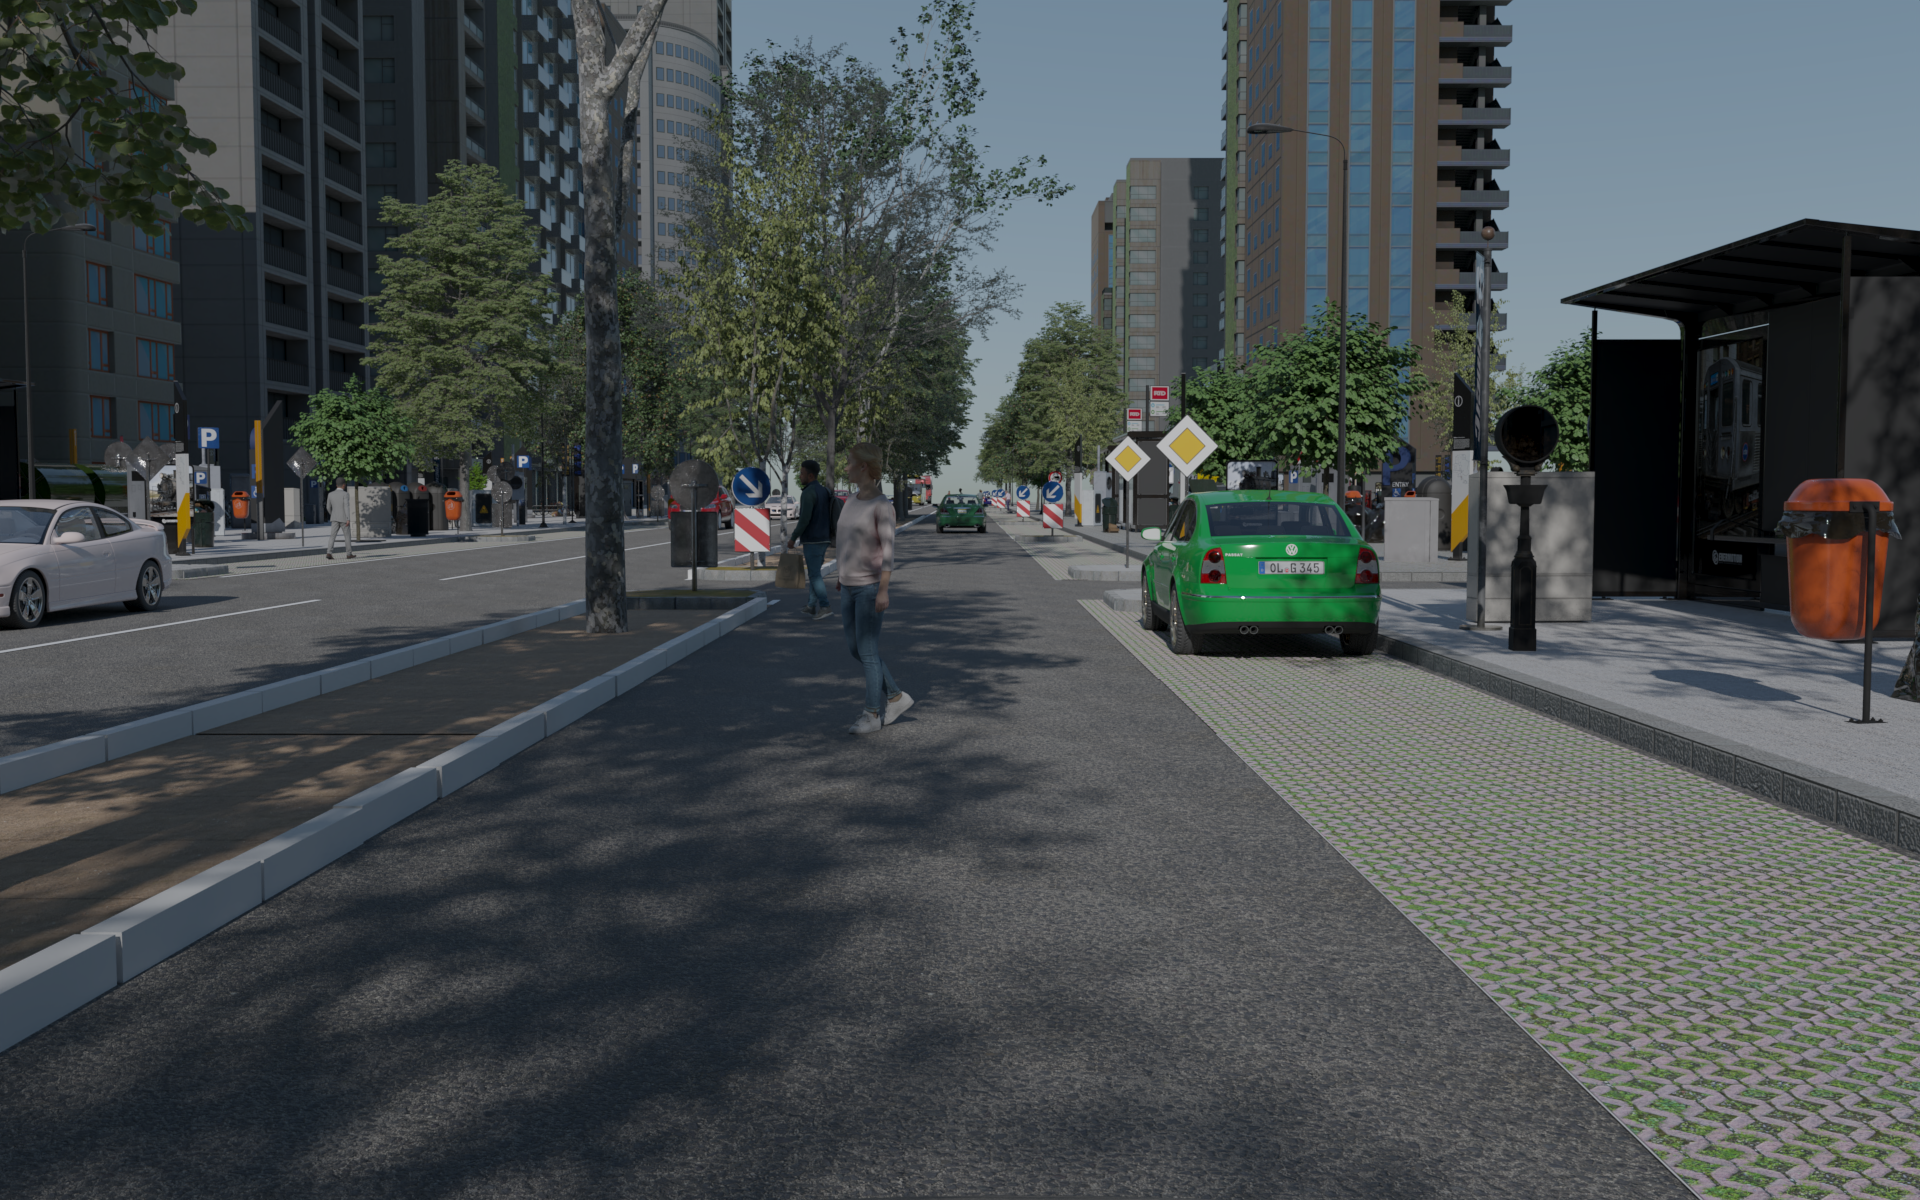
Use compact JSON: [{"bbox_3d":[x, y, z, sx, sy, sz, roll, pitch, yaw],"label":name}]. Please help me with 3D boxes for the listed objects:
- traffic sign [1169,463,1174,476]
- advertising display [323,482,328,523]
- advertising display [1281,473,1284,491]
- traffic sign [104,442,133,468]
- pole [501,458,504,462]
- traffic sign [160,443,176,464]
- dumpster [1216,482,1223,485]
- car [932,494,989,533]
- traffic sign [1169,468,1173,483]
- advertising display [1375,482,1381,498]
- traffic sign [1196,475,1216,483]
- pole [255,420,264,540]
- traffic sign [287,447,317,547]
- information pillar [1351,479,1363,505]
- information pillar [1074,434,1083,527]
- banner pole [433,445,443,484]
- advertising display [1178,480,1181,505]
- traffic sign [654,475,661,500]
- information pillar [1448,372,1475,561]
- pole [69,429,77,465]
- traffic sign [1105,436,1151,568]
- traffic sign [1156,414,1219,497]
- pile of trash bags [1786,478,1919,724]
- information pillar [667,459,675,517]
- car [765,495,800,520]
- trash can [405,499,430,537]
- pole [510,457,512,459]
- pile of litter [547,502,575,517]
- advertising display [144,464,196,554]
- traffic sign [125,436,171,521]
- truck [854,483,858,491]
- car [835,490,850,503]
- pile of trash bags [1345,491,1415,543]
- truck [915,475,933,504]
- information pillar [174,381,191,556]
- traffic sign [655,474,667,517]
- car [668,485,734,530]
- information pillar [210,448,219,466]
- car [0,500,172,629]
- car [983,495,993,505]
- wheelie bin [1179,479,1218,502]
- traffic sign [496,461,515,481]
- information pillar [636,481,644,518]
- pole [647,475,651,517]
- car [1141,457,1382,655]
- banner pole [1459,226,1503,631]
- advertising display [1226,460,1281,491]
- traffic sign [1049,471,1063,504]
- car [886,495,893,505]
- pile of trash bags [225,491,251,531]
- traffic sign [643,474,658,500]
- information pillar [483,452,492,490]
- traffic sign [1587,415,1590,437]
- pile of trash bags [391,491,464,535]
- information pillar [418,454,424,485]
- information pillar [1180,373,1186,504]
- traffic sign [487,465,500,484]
[{"bbox_3d":[8.023,-4.151,67.978,0.768,2.556,0.104,0,4,1],"label":"traffic sign"},{"bbox_3d":[-28.710,-4.463,78.188,0.123,1.923,0.974,-3,4,-36],"label":"advertising display"},{"bbox_3d":[9.680,-2.940,53.280,0.123,1.923,0.974,3,4,39],"label":"advertising display"},{"bbox_3d":[-20.425,-2.567,42.078,0.768,2.556,0.104,0,4,6],"label":"traffic sign"},{"bbox_3d":[-25.983,-6.399,98.461,0.158,3.312,0.155,0,3,0],"label":"pole"},{"bbox_3d":[-19.720,-2.637,43.226,0.768,2.556,0.104,0,4,1],"label":"traffic sign"},{"bbox_3d":[7.733,-2.724,47.038,1.502,2.255,1.985,0,4,0],"label":"dumpster"},{"bbox_3d":[0.026,-3.229,64.595,2.131,1.459,4.920,0,4,-1],"label":"car"},{"bbox_3d":[7.928,-3.959,66.862,0.606,2.300,0.079,1,4,8],"label":"traffic sign"},{"bbox_3d":[22.767,-5.366,92.950,0.974,1.923,0.123,0,4,3],"label":"advertising display"},{"bbox_3d":[8.544,-3.696,54.302,2.265,3.308,0.079,0,4,6],"label":"traffic sign"},{"bbox_3d":[-19.451,-3.318,48.085,0.158,3.312,0.155,0,3,0],"label":"pole"},{"bbox_3d":[-16.010,-2.505,42.143,0.795,2.450,0.064,1,4,9],"label":"traffic sign"},{"bbox_3d":[13.313,-3.276,58.058,0.304,2.012,0.304,-1,4,-13],"label":"information pillar"},{"bbox_3d":[4.654,-4.694,68.094,0.183,3.616,0.504,-2,4,-25],"label":"information pillar"},{"bbox_3d":[-25.906,-5.880,86.156,0.863,3.779,0.401,2,4,35],"label":"banner pole"},{"bbox_3d":[9.956,-4.477,78.406,0.123,1.923,0.974,0,4,4],"label":"advertising display"},{"bbox_3d":[-17.871,-6.299,103.099,0.768,2.556,0.104,0,4,3],"label":"traffic sign"},{"bbox_3d":[9.622,-2.558,33.185,0.183,3.616,0.504,-2,4,-28],"label":"information pillar"},{"bbox_3d":[-27.761,-3.697,54.281,0.158,3.312,0.155,0,3,0],"label":"pole"},{"bbox_3d":[2.894,-1.607,29.913,0.795,2.450,0.064,0,4,0],"label":"traffic sign"},{"bbox_3d":[2.865,-1.118,21.928,0.795,2.450,0.064,0,4,0],"label":"traffic sign"},{"bbox_3d":[6.395,-0.031,10.260,3.447,1.369,1.912,-1,4,-14],"label":"pile of trash bags"},{"bbox_3d":[-16.061,-6.417,96.265,0.504,3.616,0.183,2,4,35],"label":"information pillar"},{"bbox_3d":[-9.937,-5.133,96.294,2.083,1.381,4.827,0,4,0],"label":"car"},{"bbox_3d":[-16.287,-2.469,52.027,0.748,1.137,0.748,0,3,0],"label":"trash can"},{"bbox_3d":[-24.394,-6.150,94.393,0.158,3.312,0.155,0,3,0],"label":"pole"},{"bbox_3d":[-22.785,-5.188,98.783,1.719,0.858,1.176,1,4,10],"label":"pile of litter"},{"bbox_3d":[-16.770,-1.930,36.772,0.974,1.923,0.123,-2,4,-25],"label":"advertising display"},{"bbox_3d":[-14.050,-1.612,29.995,0.795,2.450,0.064,0,4,0],"label":"traffic sign"},{"bbox_3d":[-10.366,-12.957,201.606,2.967,4.110,18.799,0,4,0],"label":"truck"},{"bbox_3d":[-10.261,-8.495,147.565,2.281,1.827,5.304,0,4,-1],"label":"car"},{"bbox_3d":[11.143,-2.270,46.863,1.912,1.369,3.447,-1,4,-10],"label":"pile of trash bags"},{"bbox_3d":[-5.366,-16.268,254.888,2.839,4.237,11.283,0,4,0],"label":"truck"},{"bbox_3d":[-16.081,-2.719,35.803,0.183,3.616,0.504,-3,5,-45],"label":"information pillar"},{"bbox_3d":[-16.384,-5.804,95.004,0.768,2.556,0.104,0,4,8],"label":"traffic sign"},{"bbox_3d":[-10.422,-3.748,69.950,2.281,1.827,5.304,0,4,1],"label":"car"},{"bbox_3d":[-32.430,-5.130,75.224,0.183,3.616,0.504,3,5,40],"label":"information pillar"},{"bbox_3d":[-10.808,-0.459,19.864,2.083,1.381,4.827,0,4,0],"label":"car"},{"bbox_3d":[3.436,-10.915,191.034,1.945,1.354,3.894,0,4,1],"label":"car"},{"bbox_3d":[5.058,-1.750,36.514,0.980,1.594,0.693,-2,4,-24],"label":"wheelie bin"},{"bbox_3d":[-17.678,-4.116,67.395,0.768,2.556,0.104,0,4,8],"label":"traffic sign"},{"bbox_3d":[-17.346,-5.465,93.836,0.304,2.012,0.304,-3,4,-36],"label":"information pillar"},{"bbox_3d":[-17.072,-6.184,94.954,0.158,3.312,0.155,0,3,0],"label":"pole"},{"bbox_3d":[2.787,-0.484,16.713,1.959,1.807,4.718,0,4,0],"label":"car"},{"bbox_3d":[4.841,-1.596,16.110,0.401,3.779,0.863,2,4,26],"label":"banner pole"},{"bbox_3d":[5.487,-1.673,32.567,0.974,1.923,0.123,1,4,13],"label":"advertising display"},{"bbox_3d":[5.243,-5.810,95.098,0.768,2.556,0.104,0,4,3],"label":"traffic sign"},{"bbox_3d":[-6.861,-9.389,166.087,1.945,1.354,3.894,0,3,0],"label":"car"},{"bbox_3d":[-28.236,-3.468,66.453,3.447,1.369,1.912,-1,4,-9],"label":"pile of trash bags"},{"bbox_3d":[-18.042,-6.184,101.115,0.884,2.594,0.081,0,4,3],"label":"traffic sign"},{"bbox_3d":[-25.884,-6.334,94.922,0.504,3.616,0.183,-1,4,-20],"label":"information pillar"},{"bbox_3d":[8.664,-1.398,22.960,0.768,2.556,0.104,0,4,1],"label":"traffic sign"},{"bbox_3d":[-17.407,-2.775,55.129,3.447,1.369,1.912,1,4,10],"label":"pile of trash bags"},{"bbox_3d":[-28.366,-6.105,91.172,0.504,3.616,0.183,3,5,42],"label":"information pillar"},{"bbox_3d":[4.363,-2.599,33.848,0.183,3.616,0.504,1,4,9],"label":"information pillar"},{"bbox_3d":[-20.693,-4.711,77.125,0.768,2.556,0.104,0,4,4],"label":"traffic sign"}]
